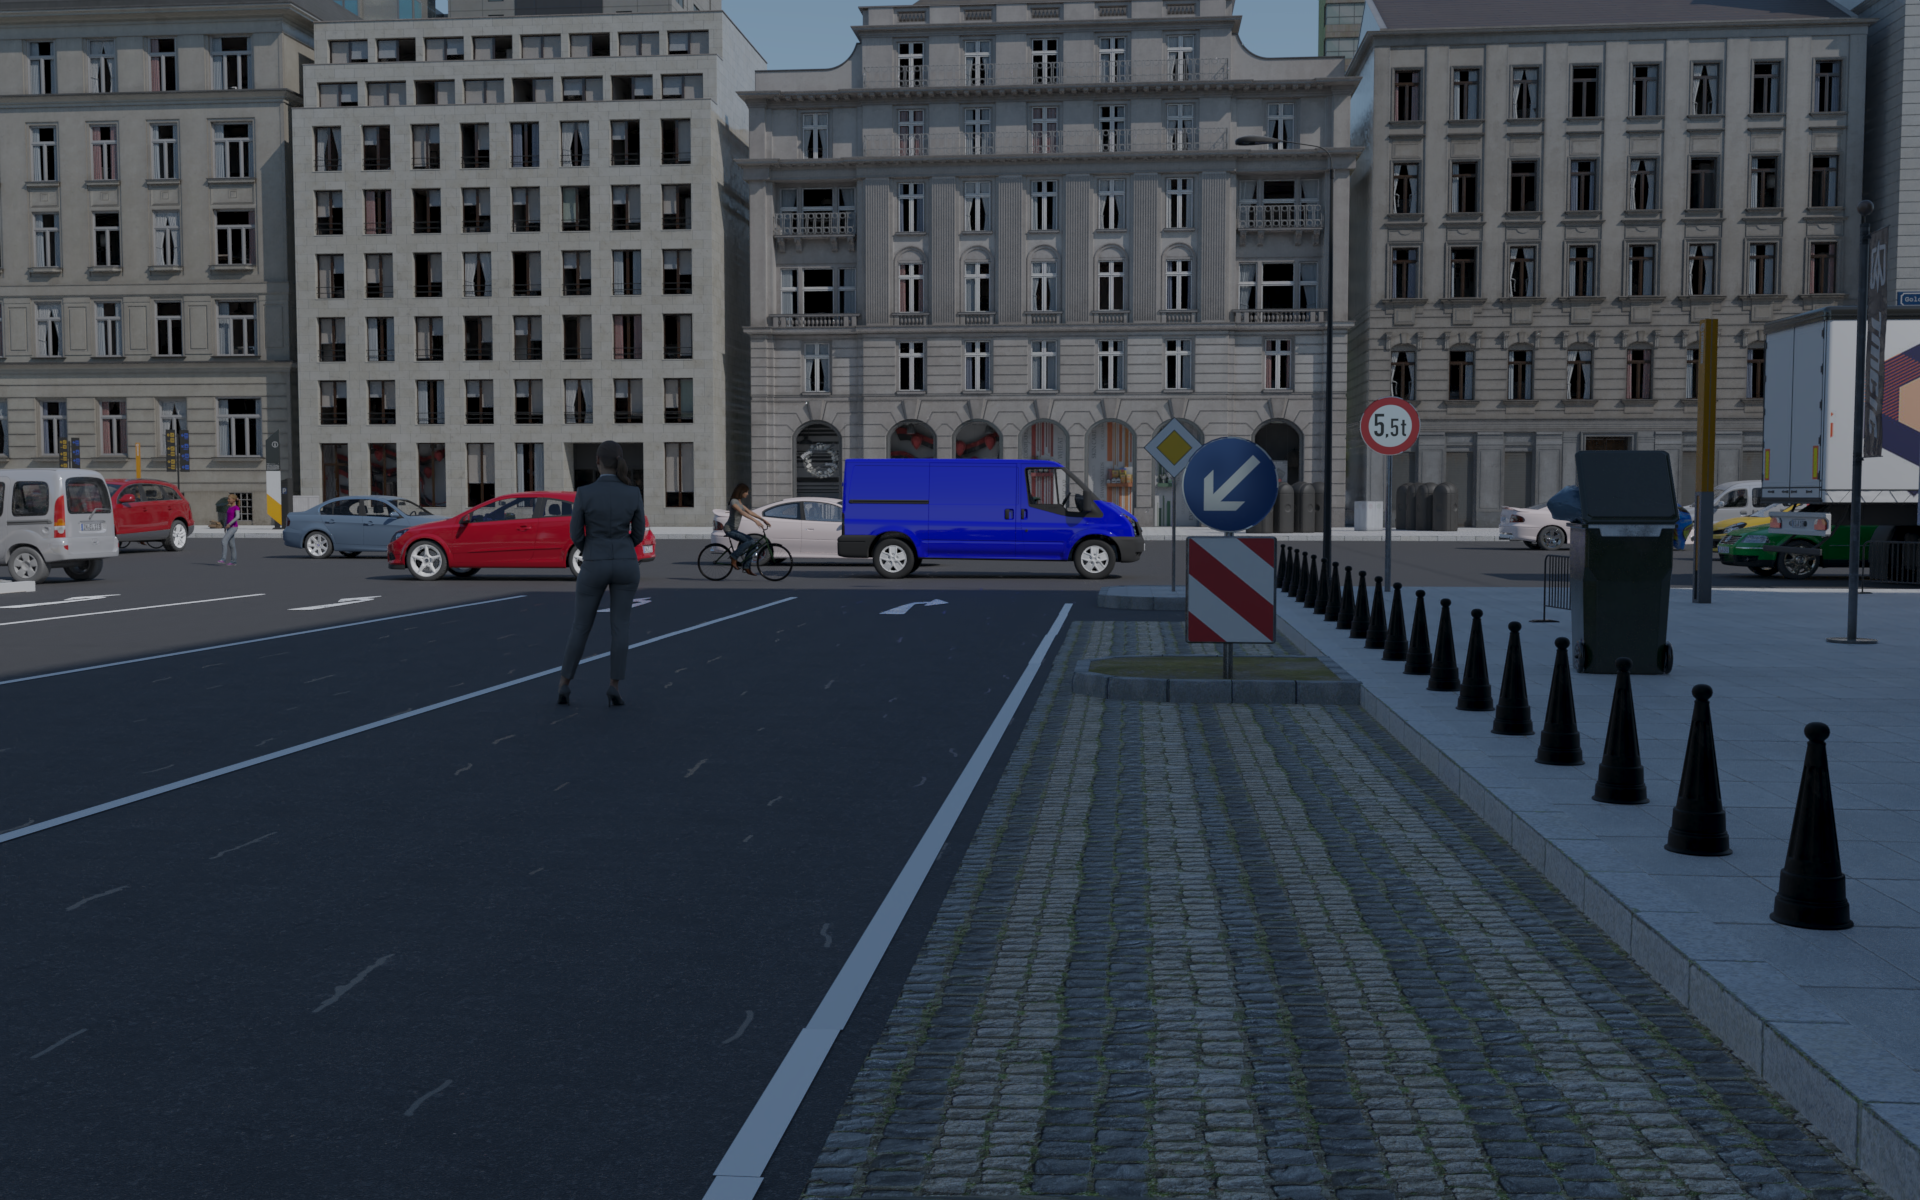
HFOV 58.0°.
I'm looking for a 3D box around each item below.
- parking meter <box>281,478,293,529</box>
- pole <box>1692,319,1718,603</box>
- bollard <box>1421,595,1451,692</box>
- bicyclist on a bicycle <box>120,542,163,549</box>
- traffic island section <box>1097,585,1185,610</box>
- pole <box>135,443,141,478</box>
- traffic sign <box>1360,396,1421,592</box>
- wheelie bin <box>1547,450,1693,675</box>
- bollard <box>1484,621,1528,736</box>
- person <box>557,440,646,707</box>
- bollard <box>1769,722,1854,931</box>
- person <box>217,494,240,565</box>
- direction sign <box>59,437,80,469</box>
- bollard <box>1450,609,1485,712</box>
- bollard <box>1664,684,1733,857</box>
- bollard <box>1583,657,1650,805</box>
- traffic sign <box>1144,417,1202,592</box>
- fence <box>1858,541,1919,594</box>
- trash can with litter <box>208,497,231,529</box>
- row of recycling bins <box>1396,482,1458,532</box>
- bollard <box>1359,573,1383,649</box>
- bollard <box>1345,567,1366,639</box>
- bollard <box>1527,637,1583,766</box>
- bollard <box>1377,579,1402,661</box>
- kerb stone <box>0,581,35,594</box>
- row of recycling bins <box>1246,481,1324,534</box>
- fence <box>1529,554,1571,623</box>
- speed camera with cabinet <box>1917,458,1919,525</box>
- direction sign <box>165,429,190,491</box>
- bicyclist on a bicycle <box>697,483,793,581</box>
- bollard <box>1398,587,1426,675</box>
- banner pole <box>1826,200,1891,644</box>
[{"bbox_3d":[-24.537,-3.512,63.128,0.399,1.863,0.255,1,4,21],"label":"parking meter"},{"bbox_3d":[8.727,-1.617,20.279,0.158,3.312,0.155,0,3,0],"label":"pole"},{"bbox_3d":[3.172,0.288,11.327,0.229,0.601,0.229,0,3,0],"label":"bollard"},{"bbox_3d":[-21.551,-2.164,45.408,1.625,1.676,1.499,0,4,7],"label":"bicyclist on a bicycle"},{"bbox_3d":[2.831,-0.032,22.811,2.009,0.180,2.903,0,4,6],"label":"traffic island section"},{"bbox_3d":[-32.602,-4.583,68.775,0.158,3.312,0.155,0,3,0],"label":"pole"},{"bbox_3d":[5.618,-1.381,22.677,0.768,2.556,0.104,1,4,12],"label":"traffic sign"},{"bbox_3d":[4.737,-0.282,12.521,0.980,1.594,0.693,1,4,8],"label":"wheelie bin"},{"bbox_3d":[2.968,0.413,9.282,0.229,0.601,0.229,0,3,0],"label":"bollard"},{"bbox_3d":[-2.440,-0.182,11.753,0.520,1.790,0.573,-3,4,-36],"label":"person"},{"bbox_3d":[2.556,0.664,5.182,0.229,0.601,0.229,0,3,0],"label":"bollard"},{"bbox_3d":[-14.677,-1.398,34.596,0.726,1.435,0.776,3,4,38],"label":"person"},{"bbox_3d":[-35.576,-4.726,69.264,0.379,3.537,0.876,2,4,29],"label":"direction sign"},{"bbox_3d":[3.072,0.351,10.306,0.229,0.601,0.229,0,3,0],"label":"bollard"},{"bbox_3d":[2.657,0.601,6.217,0.229,0.601,0.229,0,3,0],"label":"bollard"},{"bbox_3d":[2.767,0.538,7.238,0.229,0.601,0.229,0,3,0],"label":"bollard"},{"bbox_3d":[2.806,-1.168,22.736,0.795,2.450,0.064,0,4,6],"label":"traffic sign"},{"bbox_3d":[12.089,-0.369,21.410,0.278,0.683,2.069,-2,4,-29],"label":"fence"},{"bbox_3d":[-27.411,-3.237,64.304,0.624,1.170,1.055,1,4,9],"label":"trash can with litter"},{"bbox_3d":[16.391,-3.293,60.956,1.069,1.692,3.534,-1,4,-12],"label":"row of recycling bins"},{"bbox_3d":[3.478,0.100,14.402,0.229,0.601,0.229,0,3,0],"label":"bollard"},{"bbox_3d":[3.583,0.037,15.429,0.229,0.601,0.229,0,3,0],"label":"bollard"},{"bbox_3d":[2.867,0.476,8.260,0.229,0.601,0.229,0,3,0],"label":"bollard"},{"bbox_3d":[3.375,0.163,13.380,0.229,0.601,0.229,0,3,0],"label":"bollard"},{"bbox_3d":[-13.775,-0.174,25.100,0.120,0.150,1.000,0,4,6],"label":"kerb stone"},{"bbox_3d":[10.900,-3.058,57.108,3.534,1.692,1.069,-2,4,-34],"label":"row of recycling bins"},{"bbox_3d":[5.920,-0.059,16.336,0.278,0.683,2.069,0,4,-4],"label":"fence"},{"bbox_3d":[7.151,-1.053,11.555,0.660,3.252,2.038,0,4,5],"label":"speed camera with cabinet"},{"bbox_3d":[-27.524,-4.220,60.998,0.379,3.537,0.876,2,4,32],"label":"direction sign"},{"bbox_3d":[-3.525,-1.125,28.412,1.625,1.676,1.499,0,4,7],"label":"bicyclist on a bicycle"},{"bbox_3d":[3.279,0.226,12.349,0.229,0.601,0.229,0,3,0],"label":"bollard"},{"bbox_3d":[7.663,-1.505,14.630,0.401,3.779,0.863,1,4,11],"label":"banner pole"}]
